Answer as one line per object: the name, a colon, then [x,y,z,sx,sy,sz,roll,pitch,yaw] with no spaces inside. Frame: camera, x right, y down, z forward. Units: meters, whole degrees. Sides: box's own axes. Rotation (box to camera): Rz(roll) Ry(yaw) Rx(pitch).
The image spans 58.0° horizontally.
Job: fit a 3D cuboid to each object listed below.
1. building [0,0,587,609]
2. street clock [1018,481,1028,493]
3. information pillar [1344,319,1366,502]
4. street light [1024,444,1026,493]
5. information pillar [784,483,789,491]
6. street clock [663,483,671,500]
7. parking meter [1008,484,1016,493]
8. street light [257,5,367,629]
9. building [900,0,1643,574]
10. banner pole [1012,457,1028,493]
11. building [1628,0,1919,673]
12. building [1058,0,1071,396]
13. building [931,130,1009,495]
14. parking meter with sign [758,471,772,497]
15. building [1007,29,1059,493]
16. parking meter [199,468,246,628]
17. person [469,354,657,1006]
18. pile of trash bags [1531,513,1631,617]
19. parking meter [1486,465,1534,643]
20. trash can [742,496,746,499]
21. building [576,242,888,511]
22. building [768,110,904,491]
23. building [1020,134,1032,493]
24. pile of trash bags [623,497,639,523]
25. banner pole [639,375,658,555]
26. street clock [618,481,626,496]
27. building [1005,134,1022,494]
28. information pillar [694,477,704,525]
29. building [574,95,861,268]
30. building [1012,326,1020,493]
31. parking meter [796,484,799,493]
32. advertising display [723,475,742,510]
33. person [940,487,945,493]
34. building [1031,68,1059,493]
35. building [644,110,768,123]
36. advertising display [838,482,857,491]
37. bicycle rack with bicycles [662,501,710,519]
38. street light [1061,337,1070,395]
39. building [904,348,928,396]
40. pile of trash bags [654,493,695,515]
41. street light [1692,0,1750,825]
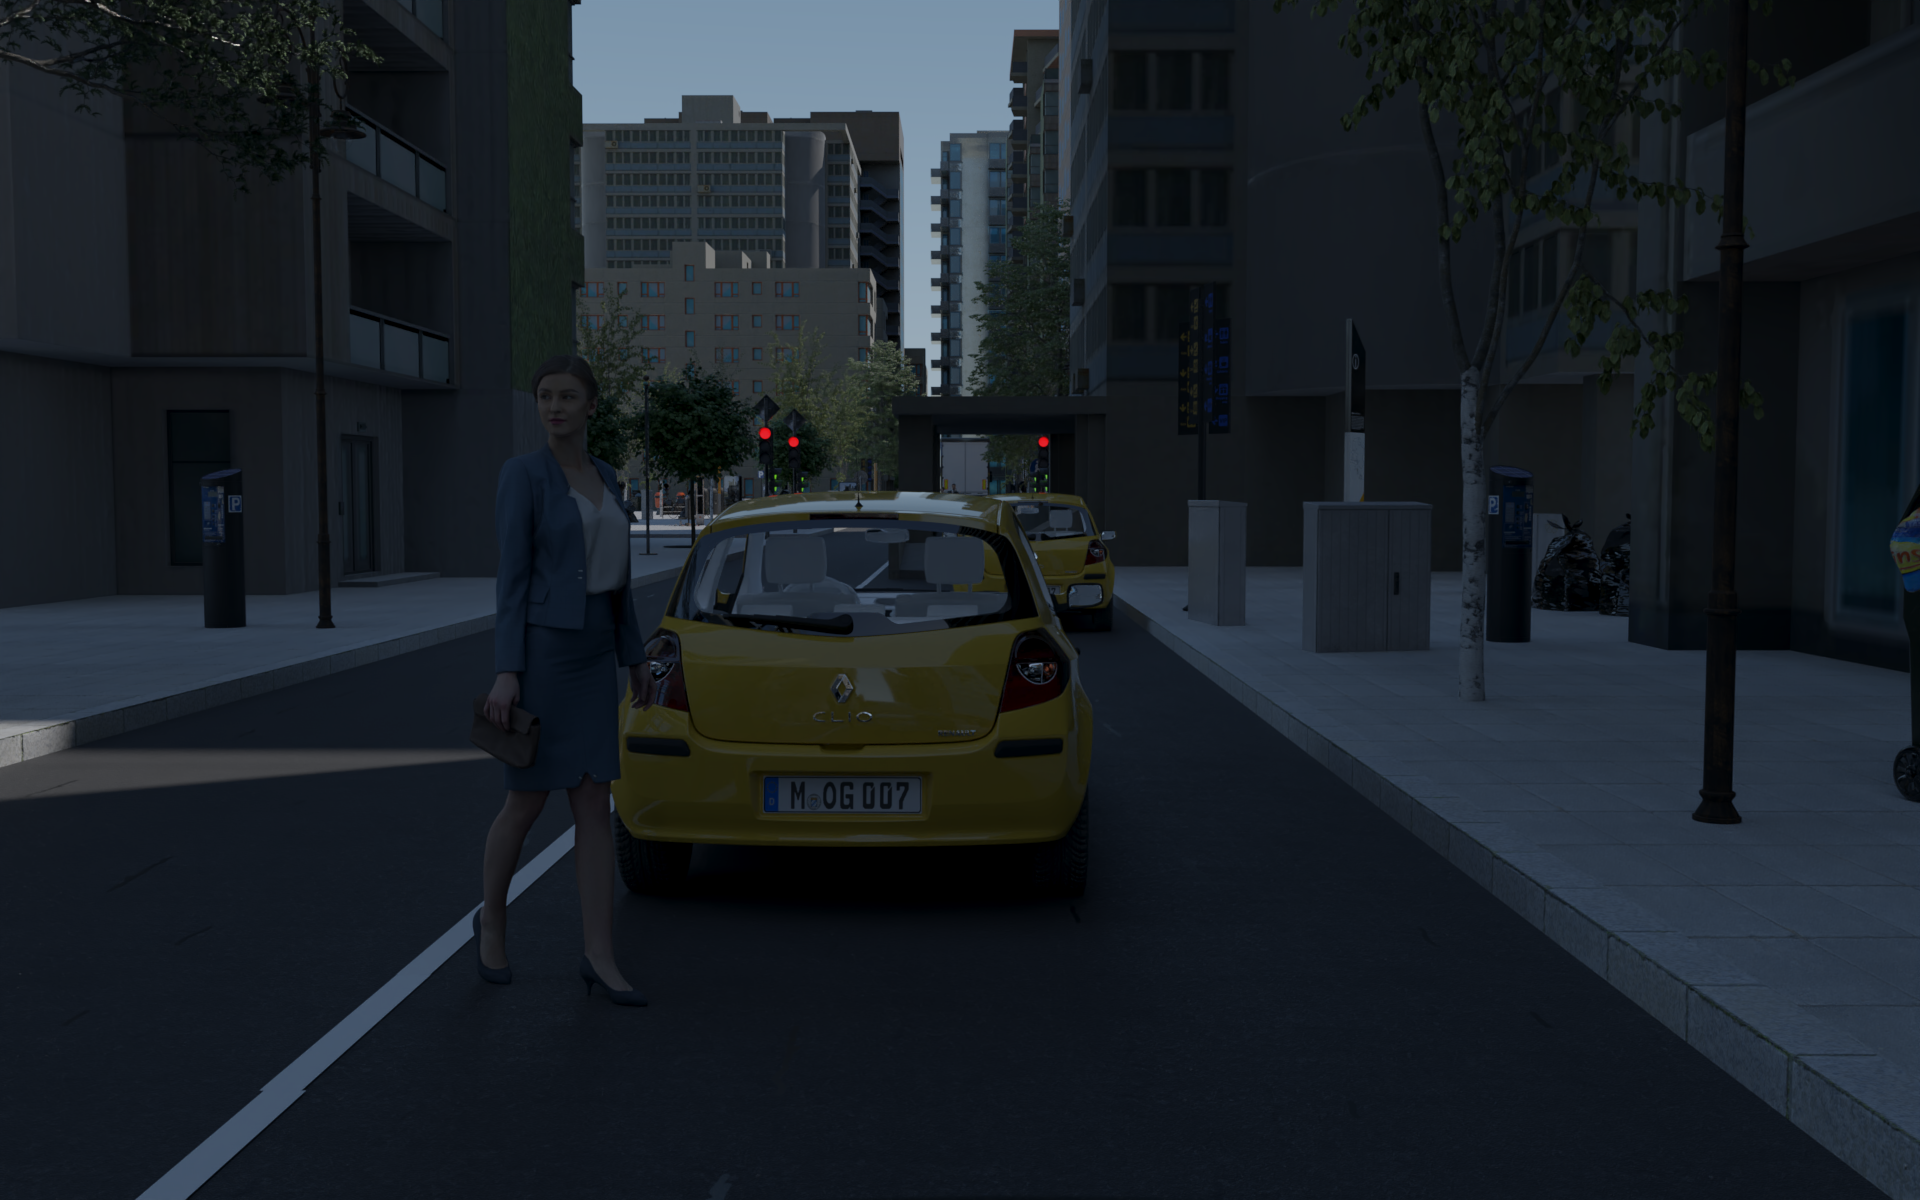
building: [-13.855,-20.800,23.680,14.154,41.232,14.086,0,4,0]
street clock: [3.490,-5.595,96.052,0.471,2.002,0.358,-2,4,-24]
information pillar: [5.327,-1.961,23.414,0.183,3.616,0.504,3,4,36]
street light: [3.341,-7.140,89.522,0.468,5.910,1.993,0,4,0]
information pillar: [-8.631,-4.954,85.484,0.304,2.012,0.304,-1,4,-15]
street clock: [-19.489,-6.762,115.121,0.471,2.002,0.358,1,4,16]
parking meter: [2.932,-5.649,98.066,0.399,1.863,0.255,-3,4,-39]
street light: [-6.076,-2.668,16.411,0.468,5.910,1.993,0,4,0]
building: [14.930,-20.978,34.874,32.217,40.220,23.993,0,4,0]
banner pole: [3.726,-6.907,102.949,0.863,3.779,0.401,3,5,42]
building: [16.414,-23.202,3.054,21.300,48.544,21.600,0,4,0]
building: [12.699,-27.224,95.220,14.600,45.320,14.200,0,4,0]
building: [11.475,-37.192,227.694,30.456,49.044,23.786,0,4,0]
parking meter with sign: [-14.508,-8.219,130.634,0.543,3.016,1.738,2,4,28]
building: [15.687,-31.121,163.454,22.147,44.769,28.867,0,4,0]
parking meter: [-7.089,-0.505,16.669,0.372,1.533,0.369,0,3,0]
person: [-1.152,0.217,4.973,0.581,1.822,0.654,-3,5,-41]
pile of trash bags: [8.214,-0.571,19.088,3.447,1.369,1.912,-1,4,-9]
parking meter: [4.782,-0.407,15.064,0.372,1.533,0.369,0,3,0]
trash can: [-15.881,-6.971,125.635,0.748,1.137,0.748,0,3,0]
building: [-20.626,-18.484,147.245,27.650,21.520,28.899,0,4,0]
building: [-13.766,-33.582,199.169,14.200,45.320,14.600,0,4,0]
building: [12.458,-22.654,142.088,14.160,30.474,14.107,0,4,0]
pile of trash bags: [-16.032,-4.174,77.992,3.447,1.369,1.912,3,5,44]
banner pole: [-6.534,-2.828,36.263,0.401,3.779,0.863,-1,4,-14]
street clock: [-18.191,-5.415,93.098,0.471,2.002,0.358,0,4,4]
building: [12.230,-31.561,199.610,14.154,41.232,14.086,0,4,0]
information pillar: [-10.675,-4.074,71.102,0.304,2.012,0.304,-1,4,-12]
building: [-22.891,-29.431,173.080,32.217,40.220,23.993,0,4,0]
building: [12.536,-25.300,185.351,14.160,30.474,14.107,0,4,0]
parking meter: [-6.702,-3.963,70.506,0.255,1.863,0.399,1,4,14]
advertising display: [-7.723,-3.279,58.833,0.123,1.923,0.974,-3,5,-42]
person: [-0.931,-4.610,84.218,0.599,1.781,0.374,0,4,6]
building: [12.544,-21.377,121.208,14.160,30.474,14.107,0,4,0]
building: [-28.265,-33.587,199.251,14.200,45.320,14.600,0,4,0]
advertising display: [-5.887,-5.239,90.869,0.974,1.923,0.123,-1,4,-16]
bicycle rack with bicycles: [-14.102,-4.728,90.689,2.852,0.926,2.925,3,5,43]
street light: [3.096,-4.627,48.431,0.468,5.910,1.993,0,4,0]
building: [-19.012,-23.555,230.169,28.899,21.520,27.650,0,4,0]
pile of trash bags: [-17.796,-5.890,106.051,1.912,1.369,3.447,1,4,16]
street light: [2.976,-2.070,6.631,0.468,5.910,1.993,0,4,0]
